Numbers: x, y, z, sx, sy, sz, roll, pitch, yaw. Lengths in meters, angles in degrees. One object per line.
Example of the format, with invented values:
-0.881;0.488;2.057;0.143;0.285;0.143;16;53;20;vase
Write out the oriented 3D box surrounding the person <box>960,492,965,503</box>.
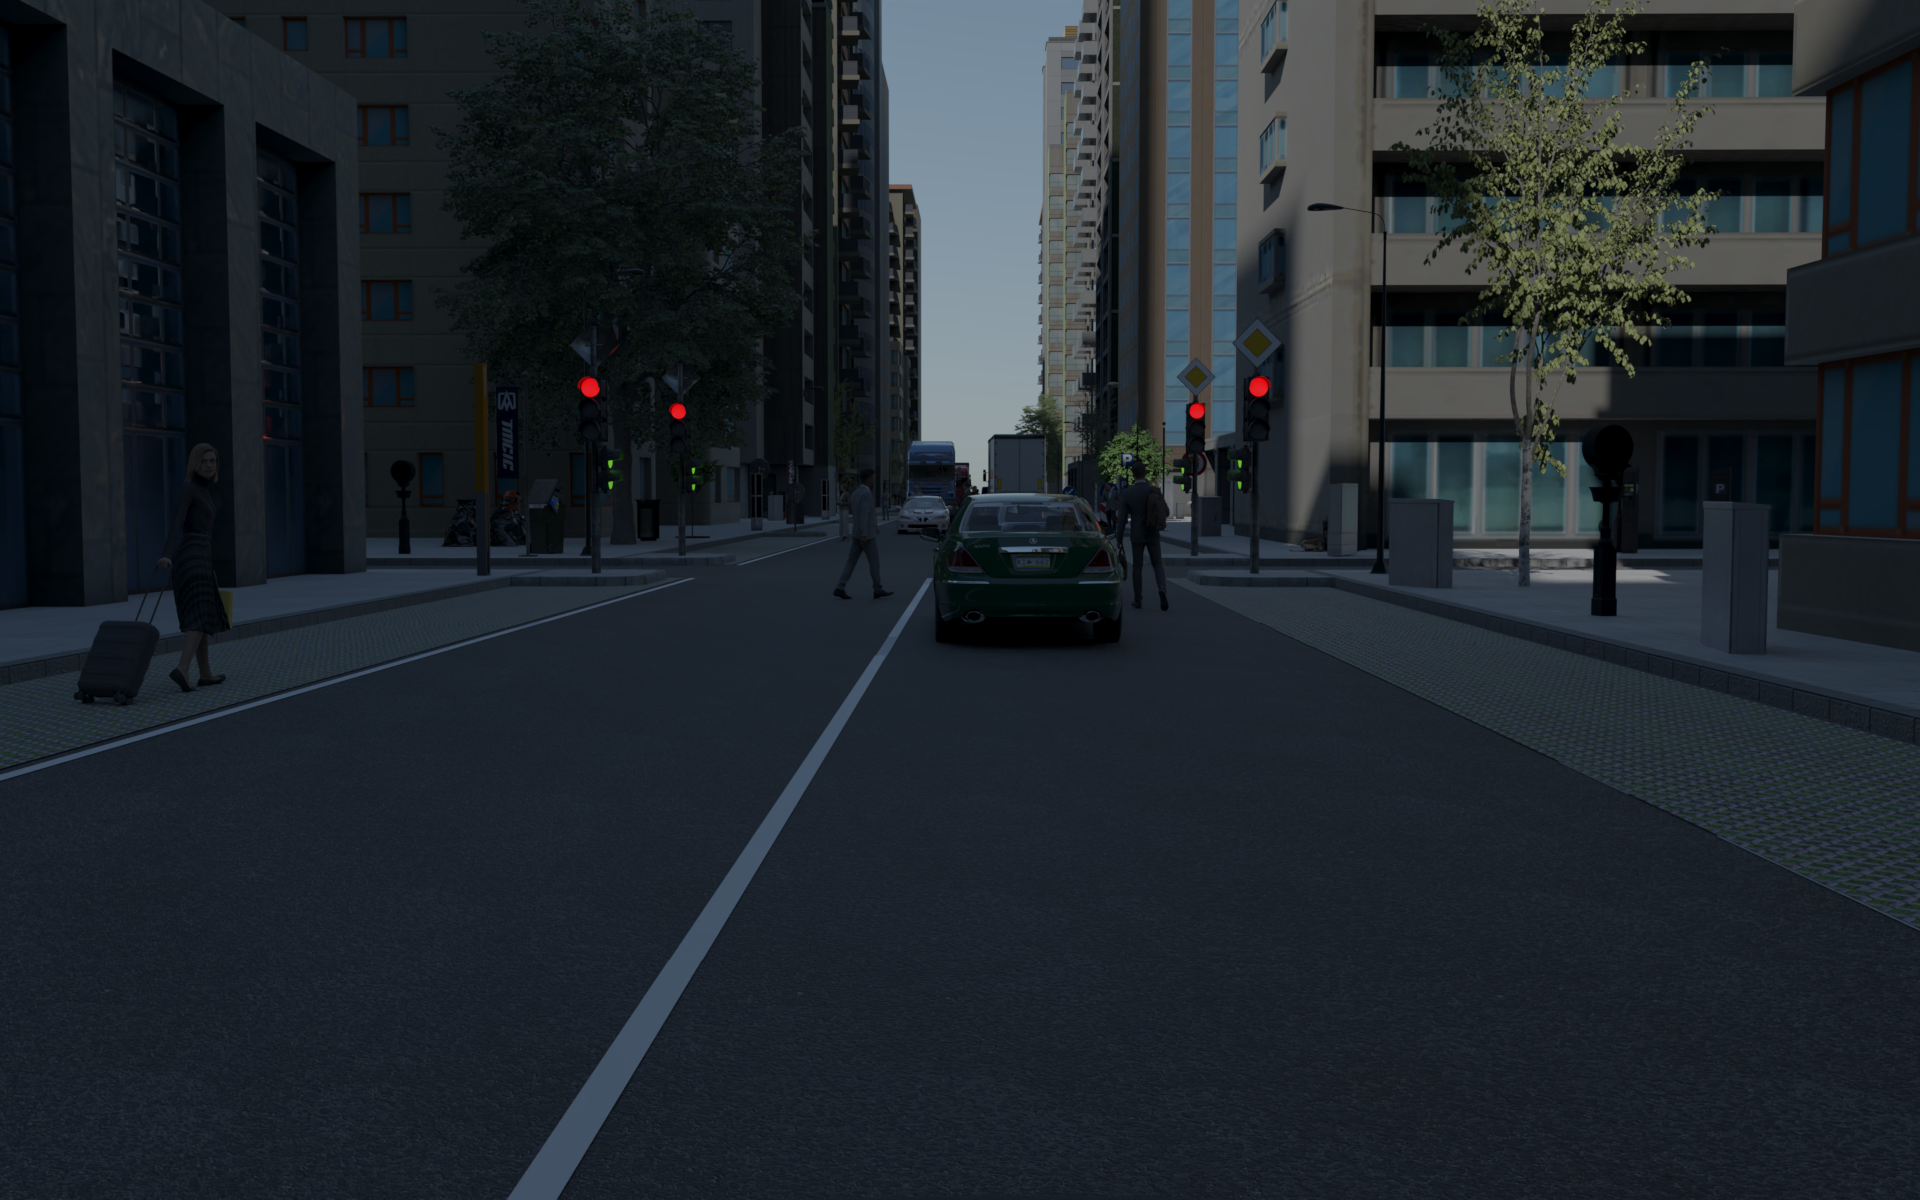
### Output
0.230;-8.541;149.617;0.415;1.643;0.593;2;4;32;person

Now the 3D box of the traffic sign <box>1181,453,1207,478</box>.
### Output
6.752;-3.057;50.084;0.768;2.556;0.104;0;4;2;traffic sign

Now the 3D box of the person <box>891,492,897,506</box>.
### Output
-7.188;-11.255;193.341;1.217;1.723;0.721;3;4;36;person

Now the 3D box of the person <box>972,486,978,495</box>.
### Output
0.873;-4.052;74.965;0.699;1.804;1.509;-3;4;-38;person

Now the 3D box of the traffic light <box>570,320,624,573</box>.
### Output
-5.879;-2.388;27.963;0.839;4.253;0.868;0;4;1;traffic light

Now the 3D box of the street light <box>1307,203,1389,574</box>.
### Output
6.240;-3.380;27.798;1.470;5.913;1.316;0;4;1;street light

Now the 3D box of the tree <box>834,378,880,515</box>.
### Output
-7.420;-9.664;108.361;4.737;8.622;4.395;0;3;0;tree

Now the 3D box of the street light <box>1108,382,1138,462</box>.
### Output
6.838;-6.088;72.082;1.470;5.913;1.316;0;4;1;street light

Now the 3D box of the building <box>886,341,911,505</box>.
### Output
-20.439;-22.350;210.462;27.650;21.520;28.899;0;4;1;building

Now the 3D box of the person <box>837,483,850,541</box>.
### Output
-3.579;-2.691;53.045;0.362;1.759;0.519;-2;4;-31;person

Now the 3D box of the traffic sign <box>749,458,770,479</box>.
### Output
-7.138;-3.761;61.606;0.768;2.556;0.104;1;4;11;traffic sign

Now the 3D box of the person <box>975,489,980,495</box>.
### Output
1.027;-5.218;94.645;0.643;1.720;0.563;1;4;18;person

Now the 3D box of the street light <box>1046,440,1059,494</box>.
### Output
7.862;-10.745;148.221;1.470;5.913;1.316;0;4;1;street light

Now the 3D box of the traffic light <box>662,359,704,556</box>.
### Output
-5.767;-2.876;35.947;0.839;4.253;0.868;0;4;1;traffic light

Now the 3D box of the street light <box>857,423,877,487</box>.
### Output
-6.145;-8.614;113.372;1.470;5.913;1.316;0;4;1;street light

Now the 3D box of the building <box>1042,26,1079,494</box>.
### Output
21.231;-41.811;225.613;21.231;58.520;28.212;0;4;1;building

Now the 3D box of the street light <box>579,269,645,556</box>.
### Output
-7.196;-3.873;35.858;1.470;5.913;1.316;0;4;1;street light

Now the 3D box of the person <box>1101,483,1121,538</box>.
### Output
4.896;-2.905;56.185;0.592;1.802;0.473;3;5;41;person

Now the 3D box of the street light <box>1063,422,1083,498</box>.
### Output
7.306;-8.465;110.936;1.470;5.913;1.316;0;4;1;street light

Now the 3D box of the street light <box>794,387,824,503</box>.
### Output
-6.605;-6.277;75.165;1.470;5.913;1.316;0;4;1;street light

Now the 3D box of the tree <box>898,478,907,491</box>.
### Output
-6.060;-11.623;184.635;1.663;3.219;1.824;0;3;0;tree

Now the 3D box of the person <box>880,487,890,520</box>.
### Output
-4.093;-5.241;94.374;0.511;1.800;0.466;1;4;11;person

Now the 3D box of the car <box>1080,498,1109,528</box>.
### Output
1.163;-0.779;24.741;2.014;1.417;4.499;0;4;0;car

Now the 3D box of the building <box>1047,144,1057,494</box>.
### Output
17.284;-31.895;205.084;14.154;41.232;14.086;0;4;1;building

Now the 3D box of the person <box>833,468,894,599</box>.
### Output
-1.332;-0.910;23.661;0.850;1.792;0.678;-2;4;-28;person

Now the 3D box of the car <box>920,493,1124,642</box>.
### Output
0.637;-0.391;18.197;2.131;1.459;4.920;0;4;-1;car

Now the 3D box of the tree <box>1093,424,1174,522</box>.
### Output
7.954;-5.818;78.835;4.285;4.588;4.351;0;3;0;tree

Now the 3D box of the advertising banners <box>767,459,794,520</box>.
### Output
-8.867;-5.488;85.910;0.090;3.025;2.074;2;4;35;advertising banners

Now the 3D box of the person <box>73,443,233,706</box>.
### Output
-5.690;-0.221;12.339;0.699;1.804;1.509;1;4;19;person

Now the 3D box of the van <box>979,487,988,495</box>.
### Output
2.601;-8.367;141.176;2.240;2.365;5.245;0;4;0;van

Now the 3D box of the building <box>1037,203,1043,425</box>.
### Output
22.621;-36.697;254.617;22.147;44.769;28.867;0;4;1;building

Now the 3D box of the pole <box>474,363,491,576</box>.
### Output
-7.495;-2.038;27.161;0.158;3.312;0.155;0;3;0;pole

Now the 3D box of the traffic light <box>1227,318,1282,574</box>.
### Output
4.732;-2.380;27.832;0.839;4.253;0.868;0;4;1;traffic light

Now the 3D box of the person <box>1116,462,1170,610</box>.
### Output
2.280;-0.799;21.521;0.622;1.834;0.822;-1;4;-9;person

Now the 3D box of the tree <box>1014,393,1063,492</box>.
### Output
9.441;-16.852;193.662;7.486;12.596;7.792;0;3;0;tree

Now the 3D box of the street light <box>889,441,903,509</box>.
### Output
-5.662;-10.990;152.226;1.470;5.913;1.316;0;4;1;street light

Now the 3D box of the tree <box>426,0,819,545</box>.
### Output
-8.473;-8.385;43.751;9.857;13.997;8.962;0;3;0;tree

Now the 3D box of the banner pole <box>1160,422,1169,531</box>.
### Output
7.077;-4.298;60.283;0.401;3.779;0.863;0;4;4;banner pole

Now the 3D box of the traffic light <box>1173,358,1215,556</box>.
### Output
4.843;-2.868;35.816;0.839;4.253;0.868;0;4;1;traffic light

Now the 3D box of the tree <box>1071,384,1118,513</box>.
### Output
9.411;-10.191;116.991;4.360;8.622;3.978;0;3;0;tree

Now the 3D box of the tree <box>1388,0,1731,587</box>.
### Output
8.069;-4.489;23.758;4.737;8.622;4.395;0;3;0;tree

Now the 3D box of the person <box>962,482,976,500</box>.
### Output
0.277;-2.990;57.343;0.822;1.834;0.622;0;4;-1;person

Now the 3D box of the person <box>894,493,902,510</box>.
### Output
-4.864;-7.839;137.469;0.742;1.727;0.445;-2;4;-24;person

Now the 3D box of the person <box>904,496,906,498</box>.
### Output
-3.968;-8.071;140.477;1.348;1.821;0.705;0;4;-4;person

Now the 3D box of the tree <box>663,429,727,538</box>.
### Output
-7.918;-3.420;50.513;1.663;3.219;1.824;0;3;0;tree

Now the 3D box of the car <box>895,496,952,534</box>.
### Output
-1.314;-3.121;63.395;2.083;1.381;4.827;0;3;0;car

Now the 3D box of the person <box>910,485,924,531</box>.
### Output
-1.716;-3.523;66.592;0.782;1.767;0.515;0;4;1;person

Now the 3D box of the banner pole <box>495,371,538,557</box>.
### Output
-9.105;-2.781;35.487;0.863;3.779;0.401;0;4;3;banner pole

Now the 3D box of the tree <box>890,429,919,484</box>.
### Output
-6.103;-14.571;188.605;4.360;8.622;3.978;0;3;0;tree
